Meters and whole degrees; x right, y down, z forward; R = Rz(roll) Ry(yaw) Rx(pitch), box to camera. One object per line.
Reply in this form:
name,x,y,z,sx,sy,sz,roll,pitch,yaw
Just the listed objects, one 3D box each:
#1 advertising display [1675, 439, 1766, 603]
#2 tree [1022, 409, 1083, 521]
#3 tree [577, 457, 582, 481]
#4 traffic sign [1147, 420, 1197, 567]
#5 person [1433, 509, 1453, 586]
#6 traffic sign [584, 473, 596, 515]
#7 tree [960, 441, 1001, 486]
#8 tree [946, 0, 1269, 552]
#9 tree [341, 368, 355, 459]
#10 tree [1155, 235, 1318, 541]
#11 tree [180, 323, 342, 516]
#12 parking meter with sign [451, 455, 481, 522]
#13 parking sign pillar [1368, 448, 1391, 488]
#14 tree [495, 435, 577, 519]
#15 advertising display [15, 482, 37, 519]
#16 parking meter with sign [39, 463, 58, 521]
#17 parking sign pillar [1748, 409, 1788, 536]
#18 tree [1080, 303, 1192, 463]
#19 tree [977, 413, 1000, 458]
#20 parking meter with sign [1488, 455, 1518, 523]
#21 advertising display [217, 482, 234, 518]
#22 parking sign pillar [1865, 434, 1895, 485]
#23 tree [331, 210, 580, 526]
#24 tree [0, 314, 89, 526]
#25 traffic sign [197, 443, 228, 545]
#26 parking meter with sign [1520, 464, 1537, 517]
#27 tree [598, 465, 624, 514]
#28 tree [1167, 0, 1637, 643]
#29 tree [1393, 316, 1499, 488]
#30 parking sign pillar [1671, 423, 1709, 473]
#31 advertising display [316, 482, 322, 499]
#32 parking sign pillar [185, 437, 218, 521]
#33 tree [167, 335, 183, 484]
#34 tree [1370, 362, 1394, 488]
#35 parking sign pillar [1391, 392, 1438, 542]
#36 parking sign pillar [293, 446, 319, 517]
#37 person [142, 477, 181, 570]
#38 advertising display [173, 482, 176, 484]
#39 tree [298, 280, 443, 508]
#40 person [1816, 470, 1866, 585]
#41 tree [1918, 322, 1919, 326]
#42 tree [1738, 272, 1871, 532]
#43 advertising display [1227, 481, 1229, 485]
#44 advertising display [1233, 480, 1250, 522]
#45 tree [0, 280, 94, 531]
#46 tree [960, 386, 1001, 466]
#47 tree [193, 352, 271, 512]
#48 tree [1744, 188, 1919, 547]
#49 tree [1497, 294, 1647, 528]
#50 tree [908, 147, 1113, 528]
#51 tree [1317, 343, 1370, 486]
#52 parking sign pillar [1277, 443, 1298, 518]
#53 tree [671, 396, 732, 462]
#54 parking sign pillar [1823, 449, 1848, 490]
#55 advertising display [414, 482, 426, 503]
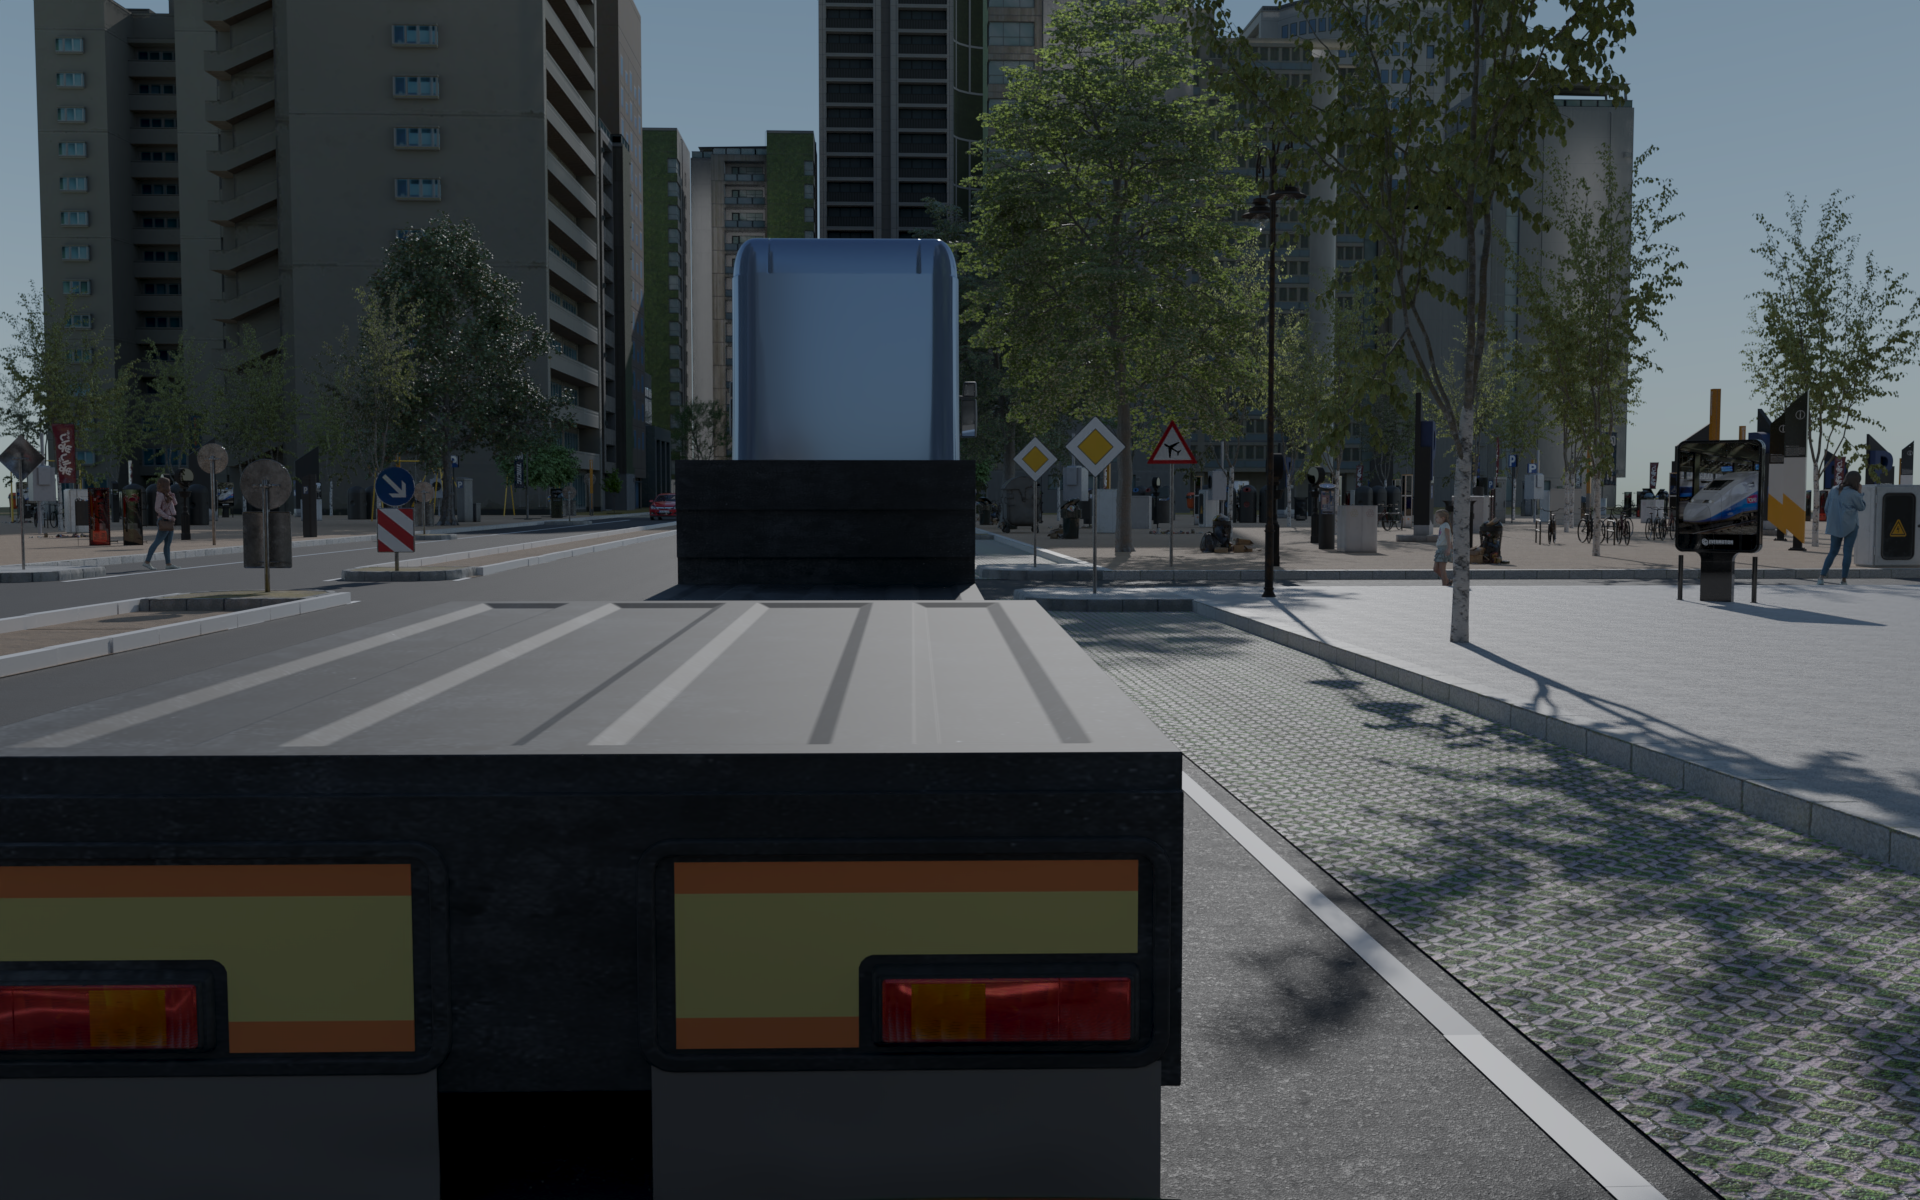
advertising display,9.045,-0.944,20.644,0.974,1.923,0.123,3,5,41
tree,4.510,-8.115,83.042,4.360,8.622,3.978,0,3,0
tree,-22.779,-6.909,96.674,4.285,4.588,4.351,0,3,0
traffic sign,3.732,-1.868,30.540,0.884,2.594,0.081,0,4,0
person,6.995,-0.693,24.839,0.382,1.210,0.505,0,4,2
traffic sign,-22.381,-6.396,104.686,0.768,2.556,0.104,0,4,5
tree,0.508,-6.613,91.844,4.285,4.588,4.351,0,3,0
tree,3.252,-7.341,38.153,7.486,12.596,7.792,0,3,0
tree,-36.853,-9.232,101.312,4.737,8.622,4.395,0,3,0
tree,7.458,-5.964,47.874,4.360,8.622,3.978,0,3,0
tree,-29.852,-7.578,74.259,4.737,8.622,4.395,0,3,0
parking meter with sign,-22.471,-5.040,78.659,0.543,3.016,1.738,1,4,20
parking sign pillar,23.244,-6.561,95.740,1.447,3.967,1.447,0,4,-5
tree,-22.259,-6.437,88.967,4.285,4.588,4.351,0,3,0
advertising display,-48.755,-5.212,90.437,0.123,1.923,0.974,3,5,41
parking meter with sign,-44.265,-5.370,84.062,1.738,3.016,0.543,2,4,32
parking sign pillar,25.060,-4.008,54.006,1.447,3.967,1.447,0,4,-1
tree,9.134,-10.200,92.533,9.928,11.665,9.643,0,3,0
tree,-0.845,-10.675,108.953,8.767,10.594,7.601,-2,4,-31
parking meter with sign,23.624,-4.893,76.254,1.738,3.016,0.543,-1,4,-18
advertising display,-40.190,-5.474,94.719,0.123,1.923,0.974,3,4,38
parking sign pillar,41.213,-5.451,77.602,1.447,3.967,1.447,-1,4,-20
tree,-20.862,-9.383,70.415,9.611,12.733,9.660,0,3,0
tree,-37.544,-7.334,70.277,4.360,8.622,3.978,0,3,0
traffic sign,-18.711,-2.647,43.378,0.768,2.556,0.104,0,4,-1
parking meter with sign,32.688,-6.327,99.705,0.543,3.016,1.738,0,4,3
tree,-22.726,-7.294,113.852,1.663,3.219,1.824,0,3,0
tree,4.170,-3.950,14.939,4.737,8.622,4.395,0,3,0
tree,20.964,-7.389,71.168,4.360,8.622,3.978,0,3,0
parking sign pillar,27.676,-4.719,65.630,1.447,3.967,1.447,0,4,-1
advertising display,-34.728,-5.383,93.226,0.123,1.923,0.974,1,4,17
parking sign pillar,-35.942,-5.719,81.971,1.447,3.967,1.447,3,5,40
tree,-35.326,-7.818,78.188,4.737,8.622,4.395,0,3,0
tree,22.425,-8.611,91.148,4.360,8.622,3.978,0,3,0
parking sign pillar,12.482,-3.551,46.531,1.447,3.967,1.447,1,4,20
parking sign pillar,-36.442,-6.611,96.557,1.447,3.967,1.447,-3,4,-37
person,-15.185,-1.456,32.893,0.643,1.750,0.593,-1,4,-16
advertising display,-40.286,-5.177,89.861,0.123,1.923,0.974,3,4,39
tree,-20.162,-6.676,59.514,4.360,8.622,3.978,0,3,0
person,13.570,-1.096,26.689,0.793,1.790,0.793,2,4,27
tree,21.154,-5.101,33.759,4.360,8.622,3.978,0,3,0
tree,28.202,-6.608,58.400,4.360,8.622,3.978,0,3,0
advertising display,13.826,-5.073,88.164,0.123,1.923,0.974,-2,4,-27
advertising display,13.110,-4.629,80.904,0.974,1.923,0.123,-2,4,-30
tree,-31.195,-6.724,60.295,4.737,8.622,4.395,0,3,0
tree,1.019,-9.154,100.036,4.737,8.622,4.395,0,3,0
tree,-37.020,-8.488,89.138,4.360,8.622,3.978,0,3,0
tree,20.956,-5.596,41.851,4.737,8.622,4.395,0,3,0
tree,23.132,-6.990,64.647,4.360,8.622,3.978,0,3,0
tree,1.789,-9.659,64.584,9.857,13.997,8.962,0,3,0
tree,12.959,-7.156,67.357,4.360,8.622,3.978,0,3,0
parking sign pillar,17.261,-6.310,91.647,1.447,3.967,1.447,2,4,34
tree,-27.053,-15.660,181.793,9.928,11.665,9.643,0,3,0
parking sign pillar,51.781,-6.968,102.396,1.447,3.967,1.447,1,4,22
advertising display,-28.647,-5.303,91.923,0.974,1.923,0.123,3,5,41
